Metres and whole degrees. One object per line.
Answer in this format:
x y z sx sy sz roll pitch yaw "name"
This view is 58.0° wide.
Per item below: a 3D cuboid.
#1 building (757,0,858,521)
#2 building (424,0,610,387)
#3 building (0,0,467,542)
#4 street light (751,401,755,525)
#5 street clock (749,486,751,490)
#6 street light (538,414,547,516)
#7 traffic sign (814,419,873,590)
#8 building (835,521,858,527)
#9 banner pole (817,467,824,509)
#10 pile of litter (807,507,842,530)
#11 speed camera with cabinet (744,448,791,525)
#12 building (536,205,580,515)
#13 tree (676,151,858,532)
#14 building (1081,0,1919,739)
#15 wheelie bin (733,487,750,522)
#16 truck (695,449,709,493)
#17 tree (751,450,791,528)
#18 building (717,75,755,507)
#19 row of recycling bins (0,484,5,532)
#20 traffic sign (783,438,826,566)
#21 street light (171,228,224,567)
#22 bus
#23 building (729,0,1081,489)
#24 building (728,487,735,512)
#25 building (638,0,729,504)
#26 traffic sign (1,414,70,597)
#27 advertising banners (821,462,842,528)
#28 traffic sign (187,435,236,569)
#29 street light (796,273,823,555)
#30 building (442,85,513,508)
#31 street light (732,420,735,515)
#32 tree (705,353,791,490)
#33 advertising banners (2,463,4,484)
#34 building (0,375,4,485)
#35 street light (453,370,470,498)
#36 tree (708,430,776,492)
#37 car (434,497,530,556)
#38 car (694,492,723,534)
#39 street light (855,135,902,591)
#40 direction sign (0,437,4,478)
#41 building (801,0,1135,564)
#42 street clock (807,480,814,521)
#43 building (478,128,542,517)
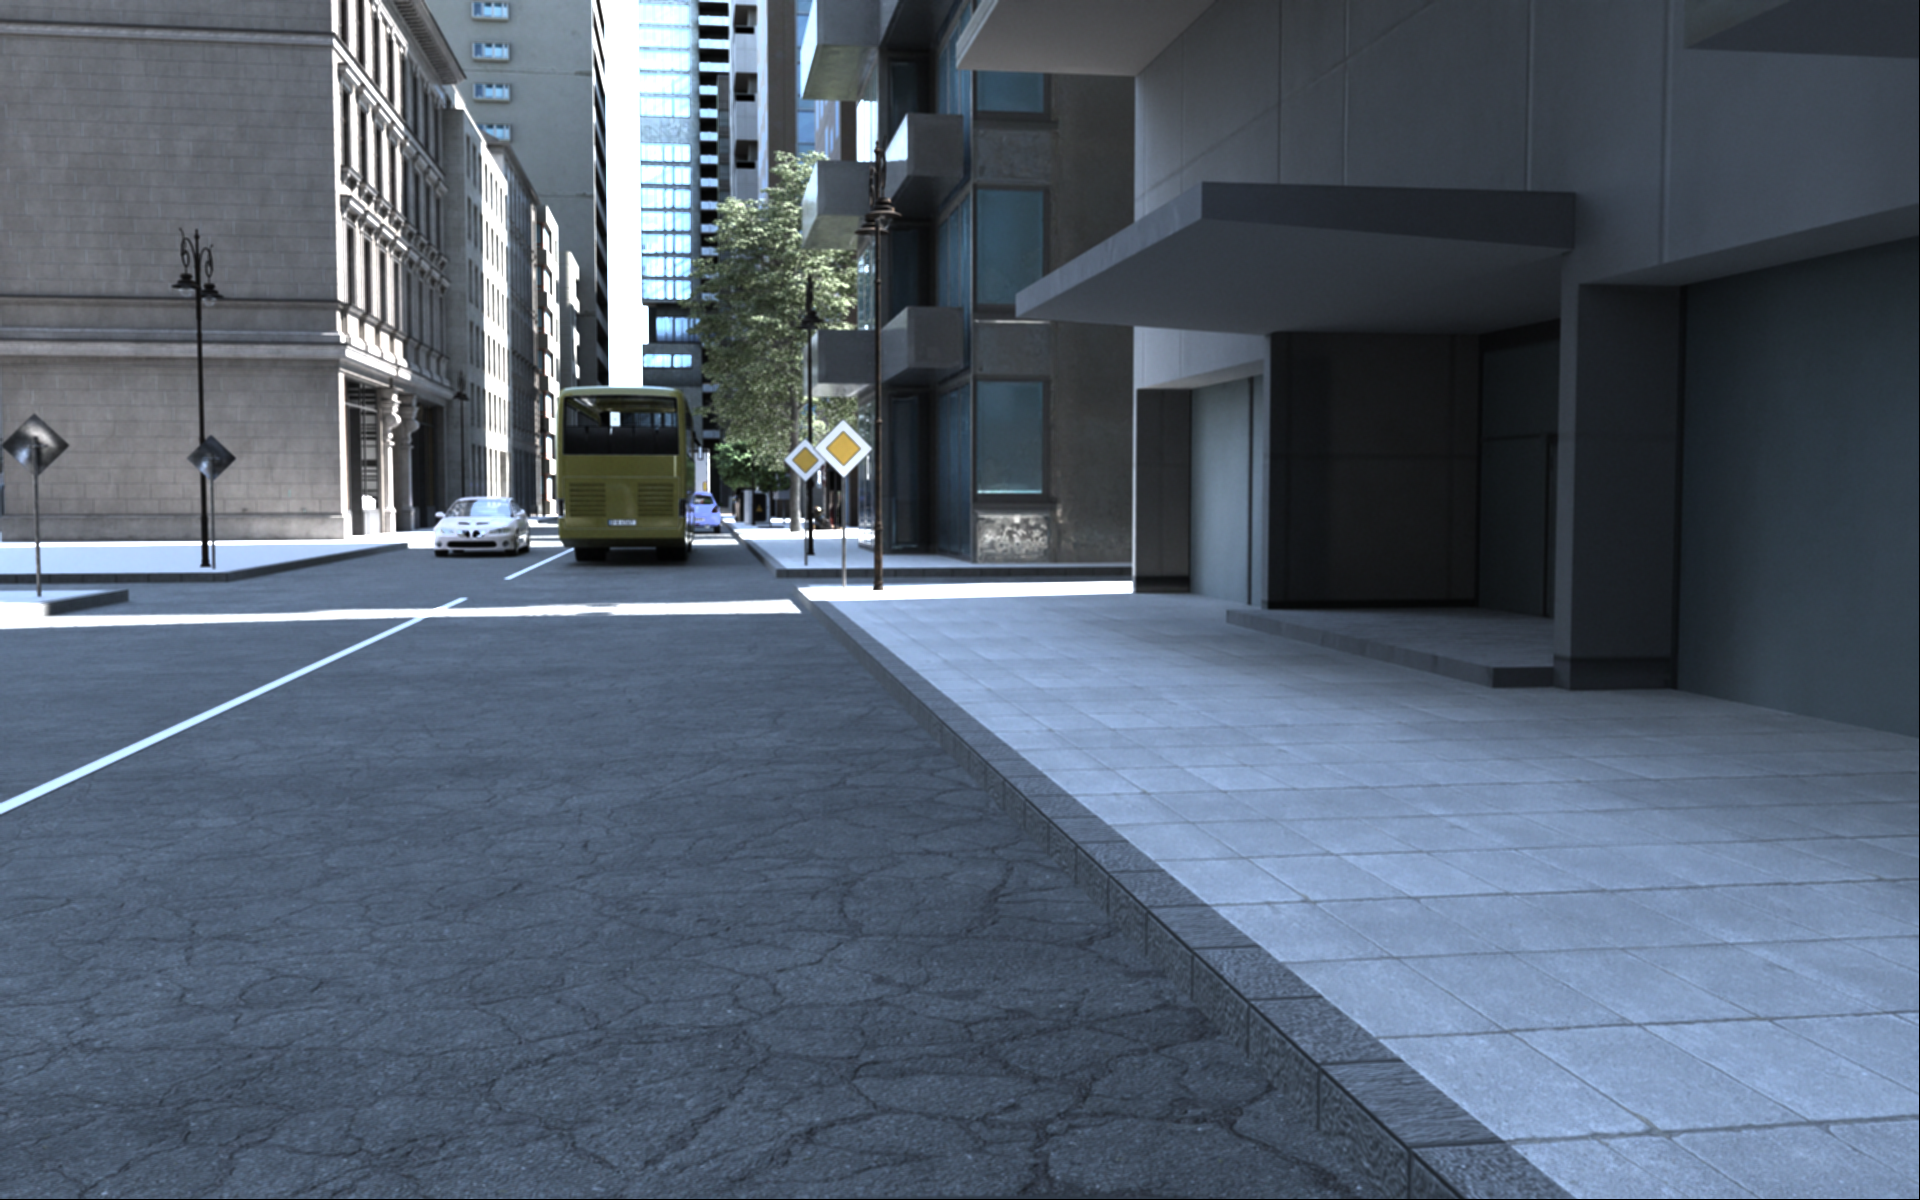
-4.359 -27.459 99.067 14.600 45.320 14.200 -1 4 -9 "building"
-39.978 -31.625 140.777 21.300 48.544 21.600 -1 4 -9 "building"
-21.583 -12.049 47.907 10.553 20.767 40.483 -1 4 -9 "building"
-8.463 -5.997 70.842 0.468 5.910 1.993 -1 4 -9 "street light"
-11.323 -5.378 92.508 0.358 2.002 0.471 -2 4 -28 "street clock"
-23.989 -7.760 99.667 0.468 5.910 1.993 -1 4 -9 "street light"
-1.557 -1.193 23.150 0.795 2.450 0.064 -1 4 -9 "traffic sign"
1.181 -25.917 73.851 14.600 45.320 14.200 -1 4 -9 "building"
-6.802 -5.795 84.762 0.401 3.779 0.863 2 4 27 "banner pole"
-4.855 -2.913 61.585 1.176 0.858 1.719 -2 4 -33 "pile of litter"
-8.149 -4.847 73.584 2.038 3.252 0.660 -2 4 -33 "speed camera with cabinet"
-40.538 -16.574 116.020 27.650 21.520 28.899 -1 4 -9 "building"
-5.489 -8.516 57.372 7.486 12.596 7.792 0 3 0 "tree"
15.045 -25.770 10.576 28.713 52.752 27.495 -1 4 -9 "building"
-9.963 -4.402 79.874 0.980 1.594 0.693 -2 4 -35 "wheelie bin"
-17.707 -7.543 112.248 2.839 4.237 11.283 -1 4 -11 "truck"
-7.254 -4.330 65.397 1.663 3.219 1.824 0 3 0 "tree"
-17.118 -29.963 173.483 14.154 41.232 14.086 -1 4 -9 "building"
-32.435 -3.197 59.385 1.069 1.692 3.534 -2 4 -33 "row of recycling bins"
-2.768 -1.676 31.043 0.795 2.450 0.064 -1 4 -9 "traffic sign"
-13.311 -3.522 30.376 0.468 5.910 1.993 -1 4 -9 "street light"
-7.474 -2.967 40.054 2.896 3.916 12.252 0 4 -8 "bus"
-6.604 -34.526 153.746 28.713 52.752 27.495 -1 4 -9 "building"
-1.015 -26.727 128.875 32.217 40.220 23.993 -1 4 -9 "building"
-24.733 -54.160 198.190 31.000 86.520 22.319 -1 4 -9 "building"
-11.538 -1.101 21.644 0.795 2.450 0.064 -1 4 -9 "traffic sign"
-4.778 -4.190 64.692 0.090 3.025 2.074 -2 4 -27 "advertising banners"
-12.749 -1.584 29.537 0.795 2.450 0.064 -1 4 -9 "traffic sign"
-3.146 -3.886 36.323 0.468 5.910 1.993 -1 4 -9 "street light"
-26.001 -13.547 76.249 10.420 20.320 16.860 -1 4 -9 "building"
-13.744 -8.086 104.997 0.468 5.910 1.993 -1 4 -9 "street light"
-10.709 -8.498 89.312 4.360 8.622 3.978 0 3 0 "tree"
-53.532 -6.151 96.759 0.090 3.025 2.074 -1 4 -23 "advertising banners"
-84.994 -29.421 164.634 14.086 41.232 14.154 -1 4 -9 "building"
-18.531 -5.611 64.520 0.468 5.910 1.993 -1 4 -9 "street light"
-10.591 -6.162 84.464 4.285 4.588 4.351 0 3 0 "tree"
-11.367 -1.774 41.368 2.083 1.381 4.827 -1 4 -9 "car"
-9.724 -3.330 64.041 1.945 1.707 3.694 -1 4 -9 "car"
-1.084 -3.060 22.818 0.468 5.910 1.993 -1 4 -9 "street light"
-35.846 -4.464 64.980 0.876 3.537 0.379 -2 4 -26 "direction sign"
11.372 -25.824 41.827 30.456 49.044 23.786 -1 4 -9 "building"
-7.275 -4.829 83.524 0.471 2.002 0.358 -2 4 -24 "street clock"
-28.311 -14.952 93.610 9.793 20.994 18.267 -1 4 -9 "building"
